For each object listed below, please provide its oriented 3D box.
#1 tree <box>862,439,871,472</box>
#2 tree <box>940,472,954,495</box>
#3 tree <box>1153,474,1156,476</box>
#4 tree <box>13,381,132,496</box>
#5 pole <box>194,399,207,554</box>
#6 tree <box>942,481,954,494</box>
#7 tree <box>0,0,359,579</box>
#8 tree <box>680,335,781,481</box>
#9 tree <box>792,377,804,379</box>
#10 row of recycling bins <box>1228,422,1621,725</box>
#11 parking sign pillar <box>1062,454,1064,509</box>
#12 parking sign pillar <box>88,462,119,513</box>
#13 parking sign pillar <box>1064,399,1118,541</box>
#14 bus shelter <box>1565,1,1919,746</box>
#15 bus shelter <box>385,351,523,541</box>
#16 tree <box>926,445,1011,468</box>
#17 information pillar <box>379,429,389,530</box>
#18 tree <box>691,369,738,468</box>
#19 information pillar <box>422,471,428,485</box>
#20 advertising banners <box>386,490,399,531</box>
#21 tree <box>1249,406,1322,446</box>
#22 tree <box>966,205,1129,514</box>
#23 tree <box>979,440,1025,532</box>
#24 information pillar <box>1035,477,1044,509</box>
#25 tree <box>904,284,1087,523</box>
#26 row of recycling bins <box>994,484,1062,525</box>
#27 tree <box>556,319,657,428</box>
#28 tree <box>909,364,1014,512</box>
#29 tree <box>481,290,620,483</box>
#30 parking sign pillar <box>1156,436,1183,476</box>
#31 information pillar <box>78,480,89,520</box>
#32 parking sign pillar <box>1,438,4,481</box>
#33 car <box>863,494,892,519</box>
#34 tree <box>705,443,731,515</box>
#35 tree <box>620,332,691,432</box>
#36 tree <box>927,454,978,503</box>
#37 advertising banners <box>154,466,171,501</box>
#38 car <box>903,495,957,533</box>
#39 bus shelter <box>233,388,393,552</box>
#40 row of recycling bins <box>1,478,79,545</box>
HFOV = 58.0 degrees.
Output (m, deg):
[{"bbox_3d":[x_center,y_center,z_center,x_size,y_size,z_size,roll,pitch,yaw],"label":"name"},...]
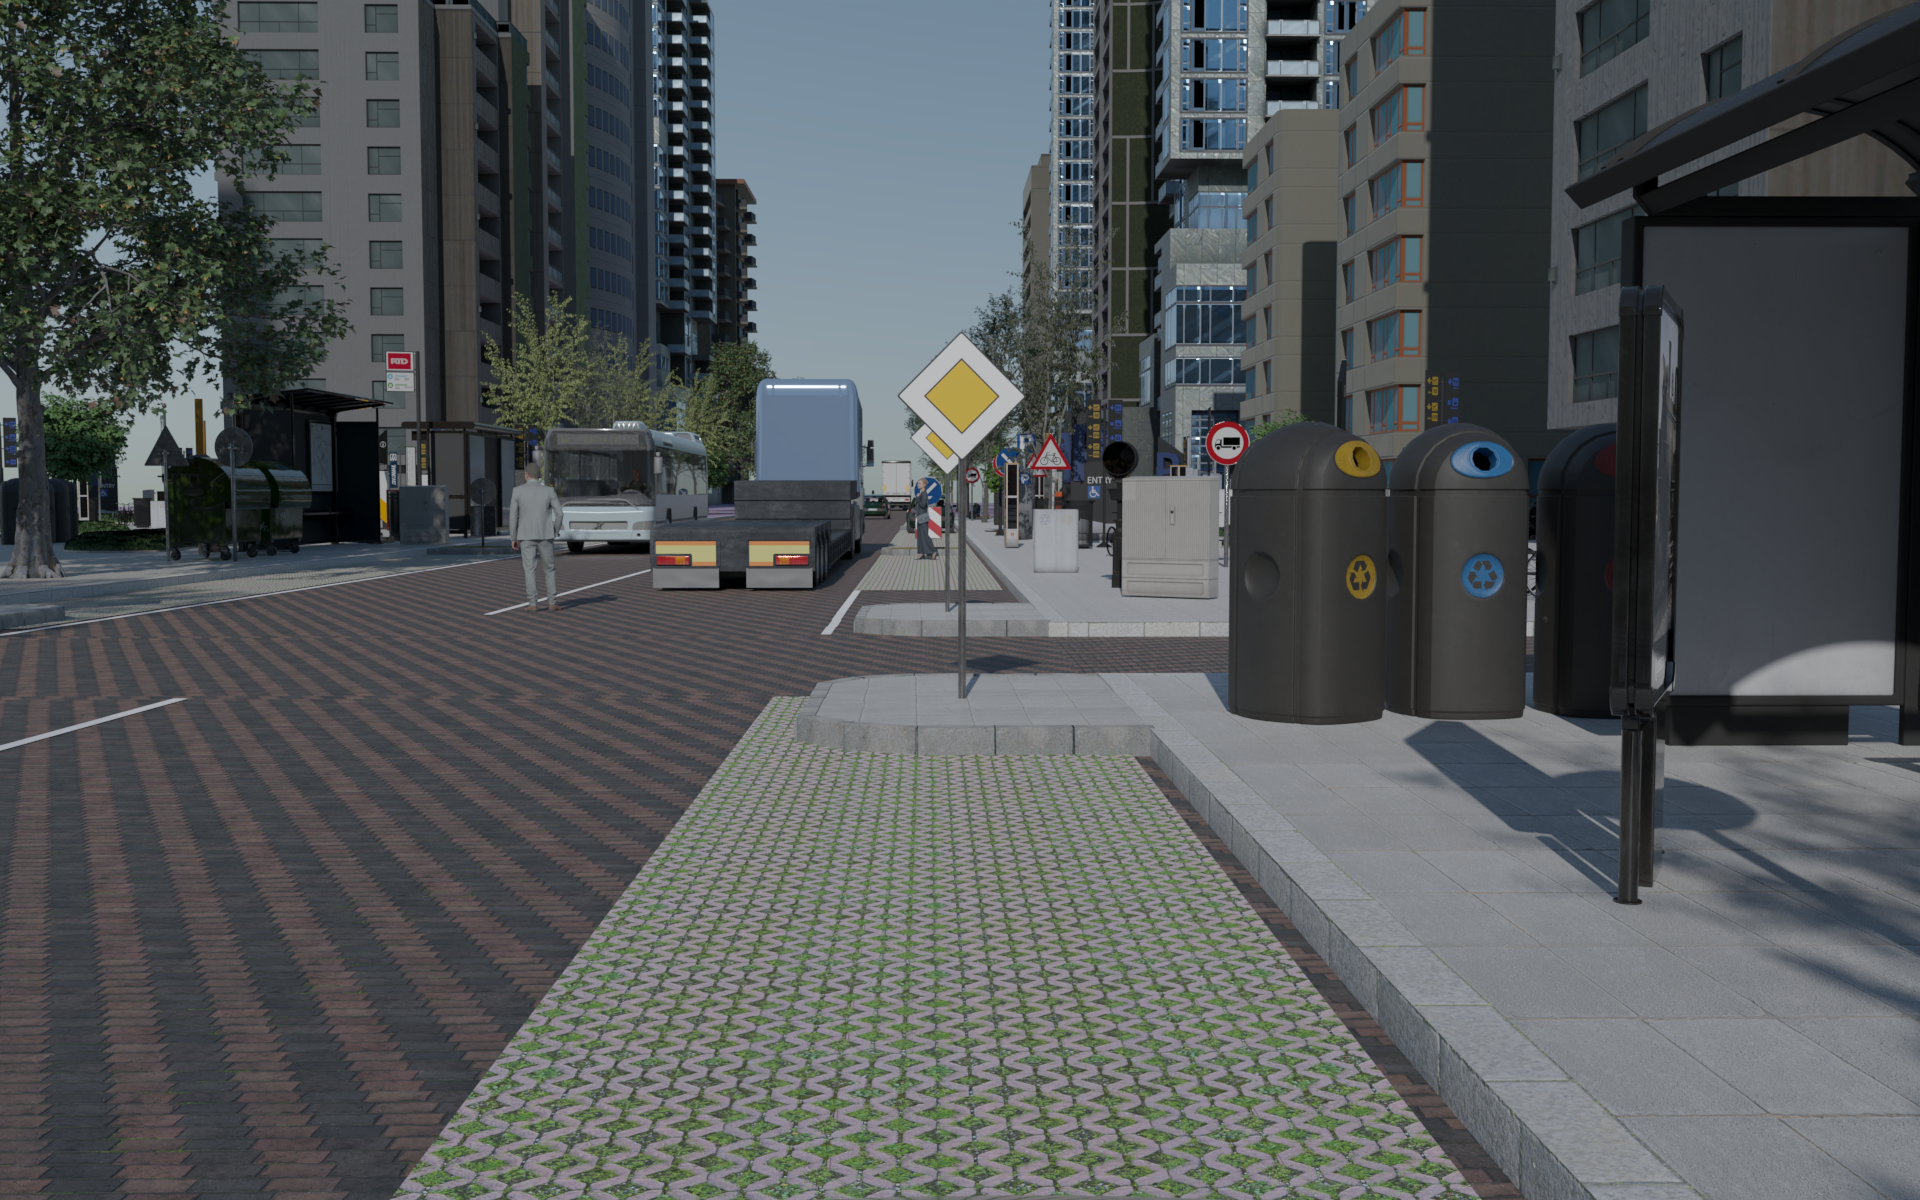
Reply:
[{"bbox_3d":[-17.717,-20.911,252.257,12.009,13.543,11.850,0,3,0],"label":"tree"},{"bbox_3d":[0.950,-8.368,87.185,4.360,8.622,3.978,0,3,0],"label":"tree"},{"bbox_3d":[10.883,-5.903,91.118,1.663,3.219,1.824,0,3,0],"label":"tree"},{"bbox_3d":[-25.393,-4.027,49.549,4.285,4.588,4.351,0,3,0],"label":"tree"},{"bbox_3d":[-16.261,-2.645,37.086,0.158,3.312,0.155,0,3,0],"label":"pole"},{"bbox_3d":[-1.885,-14.127,225.574,1.663,3.219,1.824,0,3,0],"label":"tree"},{"bbox_3d":[-14.275,-6.689,26.368,9.611,12.733,9.660,0,3,0],"label":"tree"},{"bbox_3d":[-15.802,-12.738,125.267,9.611,12.733,9.660,0,3,0],"label":"tree"},{"bbox_3d":[-16.406,-17.123,186.609,9.857,13.997,8.962,0,3,0],"label":"tree"},{"bbox_3d":[3.330,-0.185,10.142,3.534,1.692,1.069,0,4,-5],"label":"row of recycling bins"},{"bbox_3d":[3.894,-4.048,54.651,1.447,3.967,1.447,1,4,16],"label":"parking sign pillar"},{"bbox_3d":[-40.480,-5.701,81.686,1.447,3.967,1.447,-3,5,-41],"label":"parking sign pillar"},{"bbox_3d":[3.752,-3.661,48.329,1.447,3.967,1.447,1,4,8],"label":"parking sign pillar"},{"bbox_3d":[4.179,-0.756,6.286,2.014,3.302,5.546,0,4,-1],"label":"bus shelter"},{"bbox_3d":[-15.057,-4.508,51.334,2.179,5.291,8.768,0,4,-1],"label":"bus shelter"},{"bbox_3d":[0.185,-16.649,182.573,12.009,13.543,11.850,0,3,0],"label":"tree"},{"bbox_3d":[-20.842,-4.348,62.445,0.504,3.616,0.183,0,4,-4],"label":"information pillar"},{"bbox_3d":[-15.519,-9.292,102.287,4.737,8.622,4.395,0,3,0],"label":"tree"},{"bbox_3d":[-23.128,-5.102,74.766,0.504,3.616,0.183,0,4,-3],"label":"information pillar"},{"bbox_3d":[-19.842,-3.945,60.695,2.074,3.025,0.090,0,4,1],"label":"advertising banners"},{"bbox_3d":[12.286,-4.954,64.715,4.285,4.588,4.351,0,3,0],"label":"tree"},{"bbox_3d":[2.373,-5.780,44.873,4.360,8.622,3.978,0,3,0],"label":"tree"},{"bbox_3d":[1.342,-3.918,58.667,1.663,3.219,1.824,0,3,0],"label":"tree"},{"bbox_3d":[3.061,-3.840,67.270,0.304,2.012,0.304,3,5,40],"label":"information pillar"},{"bbox_3d":[1.355,-8.740,77.318,7.601,10.594,8.767,3,4,38],"label":"tree"},{"bbox_3d":[3.146,-3.930,71.374,3.534,1.692,1.069,0,4,3],"label":"row of recycling bins"},{"bbox_3d":[-15.134,-7.498,72.951,4.360,8.622,3.978,0,3,0],"label":"tree"},{"bbox_3d":[0.227,-12.134,124.146,9.928,11.665,9.643,0,3,0],"label":"tree"},{"bbox_3d":[-14.852,-6.813,61.752,4.737,8.622,4.395,0,3,0],"label":"tree"},{"bbox_3d":[9.782,-5.631,80.546,1.447,3.967,1.447,2,4,28],"label":"parking sign pillar"},{"bbox_3d":[-30.544,-3.417,60.354,0.304,2.012,0.304,-2,4,-30],"label":"information pillar"},{"bbox_3d":[-46.544,-5.777,82.922,1.447,3.967,1.447,-1,4,-21],"label":"parking sign pillar"},{"bbox_3d":[-4.904,-5.474,99.291,2.009,1.686,4.222,0,4,1],"label":"car"},{"bbox_3d":[-15.898,-7.680,109.289,4.285,4.588,4.351,0,3,0],"label":"tree"},{"bbox_3d":[-15.130,-7.914,79.753,4.737,8.622,4.395,0,3,0],"label":"tree"},{"bbox_3d":[-0.705,-19.518,237.239,7.486,12.596,7.792,0,3,0],"label":"tree"},{"bbox_3d":[-41.999,-5.795,90.934,0.090,3.025,2.074,1,4,18],"label":"advertising banners"},{"bbox_3d":[-1.107,-3.314,63.966,2.009,1.686,4.222,0,4,-2],"label":"car"},{"bbox_3d":[-15.329,-3.066,41.420,1.731,3.624,6.357,0,4,-1],"label":"bus shelter"},{"bbox_3d":[-24.080,-2.344,45.434,1.069,1.692,3.534,0,4,-7],"label":"row of recycling bins"}]
